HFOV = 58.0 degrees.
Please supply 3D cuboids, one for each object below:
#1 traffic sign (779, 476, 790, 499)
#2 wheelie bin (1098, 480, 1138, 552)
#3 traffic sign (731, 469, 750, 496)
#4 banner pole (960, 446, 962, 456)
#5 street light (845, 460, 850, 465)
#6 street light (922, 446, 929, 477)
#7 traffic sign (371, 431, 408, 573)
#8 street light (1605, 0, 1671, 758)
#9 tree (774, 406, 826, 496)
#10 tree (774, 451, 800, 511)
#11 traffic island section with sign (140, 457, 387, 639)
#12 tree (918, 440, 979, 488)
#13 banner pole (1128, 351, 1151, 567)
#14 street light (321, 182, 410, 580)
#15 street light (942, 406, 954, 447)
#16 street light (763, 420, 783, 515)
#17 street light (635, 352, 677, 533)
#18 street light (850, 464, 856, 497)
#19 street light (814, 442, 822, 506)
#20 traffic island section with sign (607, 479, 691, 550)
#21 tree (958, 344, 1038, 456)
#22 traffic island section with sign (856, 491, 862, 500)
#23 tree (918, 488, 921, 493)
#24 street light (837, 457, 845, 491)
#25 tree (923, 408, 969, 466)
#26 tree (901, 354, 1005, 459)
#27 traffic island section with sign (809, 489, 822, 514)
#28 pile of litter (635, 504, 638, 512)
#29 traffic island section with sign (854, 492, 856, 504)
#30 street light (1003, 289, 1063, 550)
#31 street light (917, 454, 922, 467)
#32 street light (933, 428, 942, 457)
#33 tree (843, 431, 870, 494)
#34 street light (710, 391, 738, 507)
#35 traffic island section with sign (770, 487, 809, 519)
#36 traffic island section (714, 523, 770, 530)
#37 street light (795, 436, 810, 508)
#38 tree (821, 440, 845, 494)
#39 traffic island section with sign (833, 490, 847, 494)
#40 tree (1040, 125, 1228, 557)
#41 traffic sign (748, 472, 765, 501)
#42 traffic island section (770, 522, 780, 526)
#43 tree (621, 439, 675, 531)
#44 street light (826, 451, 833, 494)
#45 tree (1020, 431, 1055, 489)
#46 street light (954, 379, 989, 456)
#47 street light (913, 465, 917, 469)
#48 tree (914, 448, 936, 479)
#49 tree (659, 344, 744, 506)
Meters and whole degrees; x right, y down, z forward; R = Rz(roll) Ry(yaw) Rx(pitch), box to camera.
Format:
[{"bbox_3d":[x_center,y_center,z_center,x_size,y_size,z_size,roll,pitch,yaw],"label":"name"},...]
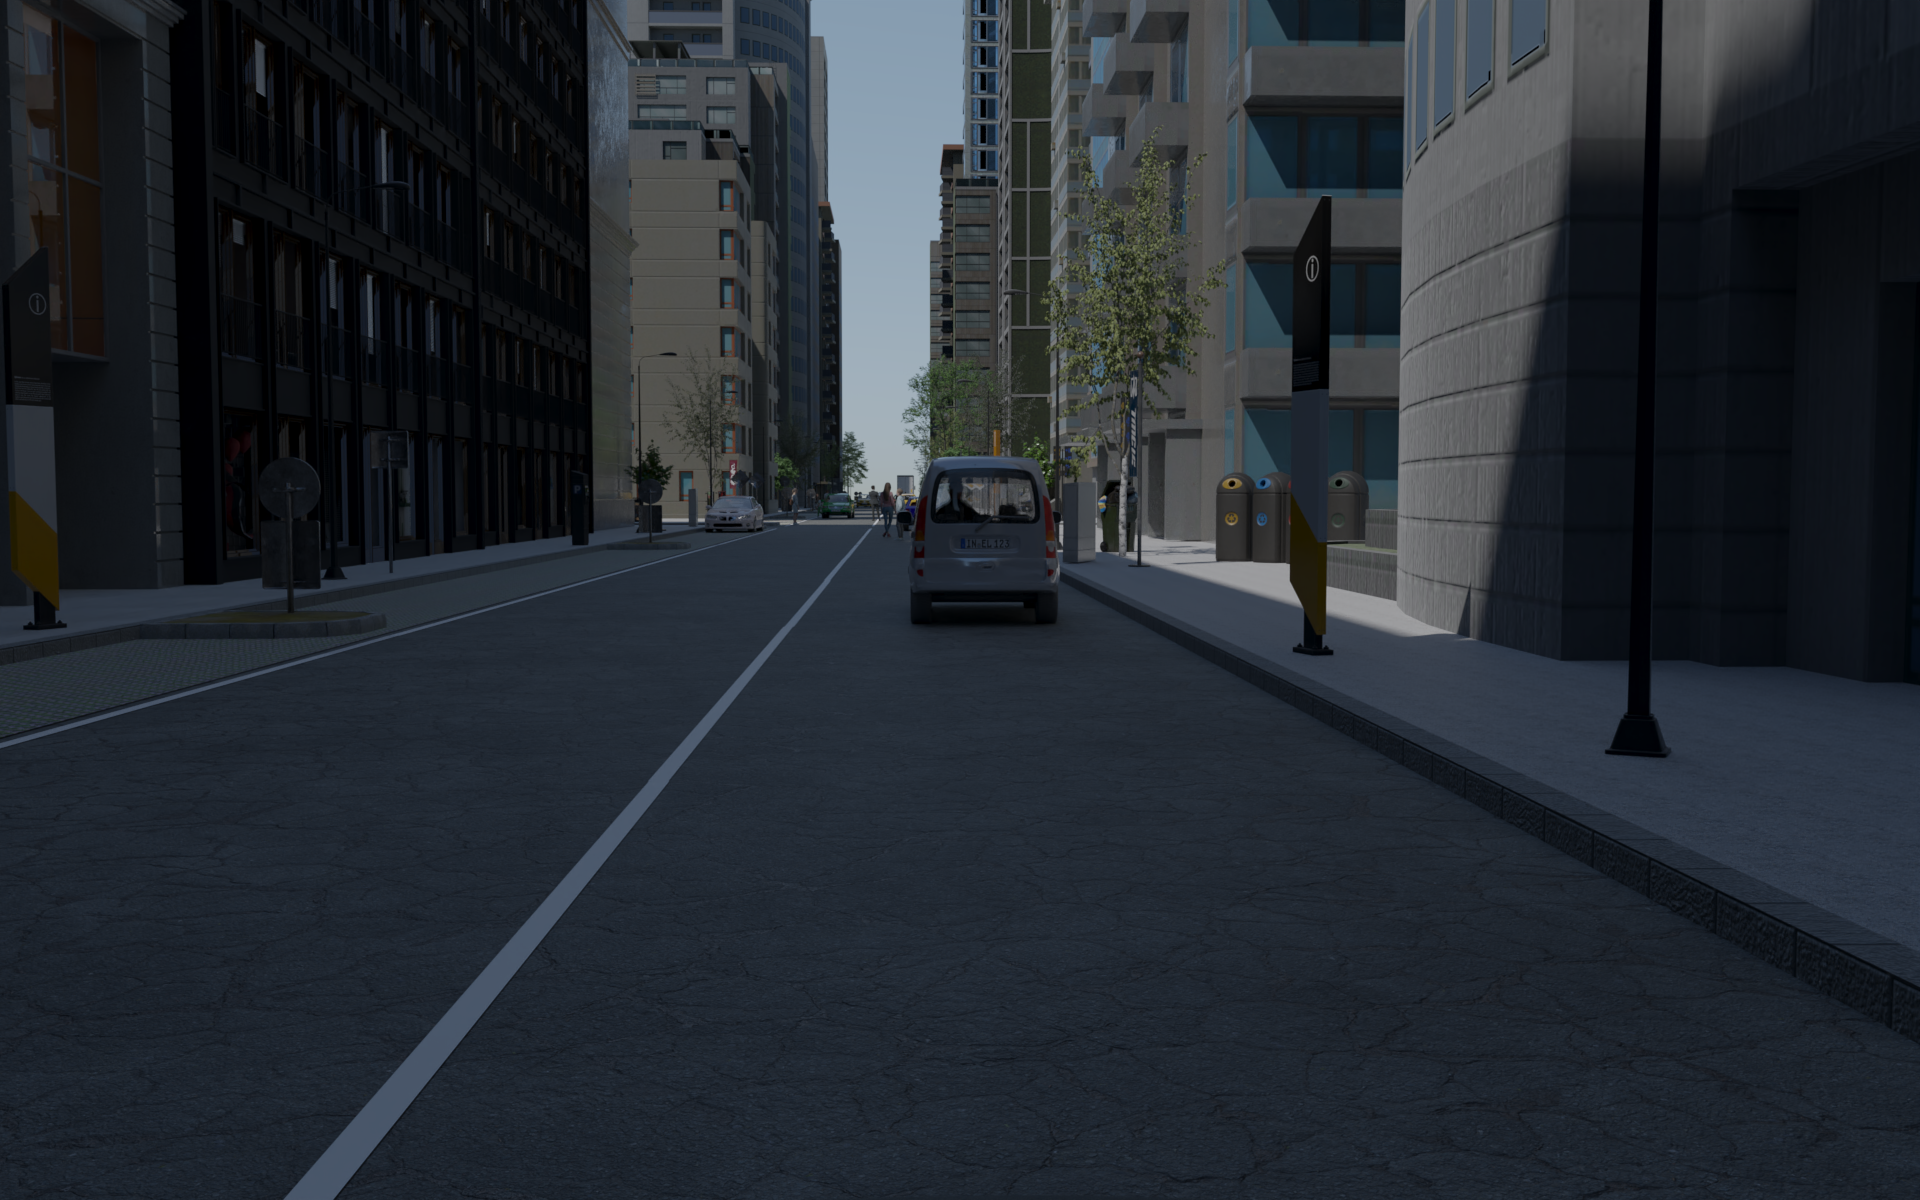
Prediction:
[{"bbox_3d":[-12.408,-7.494,122.632,0.768,2.556,0.104,0,4,6],"label":"traffic sign"},{"bbox_3d":[3.544,-1.856,38.252,0.980,1.594,0.693,-2,4,-31],"label":"wheelie bin"},{"bbox_3d":[-8.886,-4.064,70.088,0.795,2.450,0.064,0,4,-2],"label":"traffic sign"},{"bbox_3d":[0.039,-6.126,90.174,0.401,3.779,0.863,0,4,-4],"label":"banner pole"},{"bbox_3d":[-16.191,-16.202,237.440,1.470,5.913,1.316,0,4,-2],"label":"street light"},{"bbox_3d":[-2.716,-11.933,167.643,1.470,5.913,1.316,0,4,-2],"label":"street light"},{"bbox_3d":[-9.227,-1.585,28.037,0.606,2.300,0.079,0,4,2],"label":"traffic sign"},{"bbox_3d":[2.823,-2.193,8.400,1.470,5.913,1.316,0,4,-2],"label":"street light"},{"bbox_3d":[-14.045,-12.138,148.823,4.360,8.622,3.978,0,3,0],"label":"tree"},{"bbox_3d":[-13.881,-9.083,132.213,4.285,4.588,4.351,0,3,0],"label":"tree"},{"bbox_3d":[-7.103,-0.571,17.962,1.989,1.847,2.006,0,4,-2],"label":"traffic island section with sign"},{"bbox_3d":[0.068,-7.389,104.523,4.285,4.588,4.351,0,3,0],"label":"tree"},{"bbox_3d":[3.125,-2.490,30.731,0.401,3.779,0.863,-1,4,-11],"label":"banner pole"},{"bbox_3d":[-8.869,-3.263,25.883,1.470,5.913,1.316,0,4,-2],"label":"street light"},{"bbox_3d":[-0.050,-7.286,91.664,1.470,5.913,1.316,0,4,-2],"label":"street light"},{"bbox_3d":[-11.739,-8.307,108.366,1.470,5.913,1.316,0,4,-2],"label":"street light"},{"bbox_3d":[-9.958,-5.154,56.809,1.470,5.913,1.316,0,4,-2],"label":"street light"},{"bbox_3d":[-17.287,-18.069,267.971,1.470,5.913,1.316,0,4,-2],"label":"street light"},{"bbox_3d":[-13.257,-11.120,154.347,1.470,5.913,1.316,0,4,-2],"label":"street light"},{"bbox_3d":[-8.061,-2.230,45.096,1.989,1.847,2.006,0,4,-2],"label":"traffic island section with sign"},{"bbox_3d":[1.701,-8.273,85.628,4.360,8.622,3.978,0,3,0],"label":"tree"},{"bbox_3d":[-16.468,-17.060,287.565,1.989,1.847,2.006,0,4,-2],"label":"traffic island section with sign"},{"bbox_3d":[-6.144,-17.808,285.760,1.663,3.219,1.824,0,3,0],"label":"tree"},{"bbox_3d":[-15.427,-14.901,216.177,1.470,5.913,1.316,0,4,-2],"label":"street light"},{"bbox_3d":[-1.088,-11.816,143.557,4.737,8.622,4.395,0,3,0],"label":"tree"},{"bbox_3d":[-0.652,-12.317,127.138,9.928,11.665,9.643,0,3,0],"label":"tree"},{"bbox_3d":[-10.916,-7.276,127.583,1.989,1.847,2.006,0,4,-2],"label":"traffic island section with sign"},{"bbox_3d":[-15.279,-4.200,82.627,1.719,0.858,1.176,-2,4,-25],"label":"pile of litter"},{"bbox_3d":[-13.583,-11.994,204.731,1.989,1.847,2.006,0,4,-2],"label":"traffic island section with sign"},{"bbox_3d":[1.682,-4.096,39.505,1.470,5.913,1.316,0,4,-2],"label":"street light"},{"bbox_3d":[-3.885,-13.862,199.180,1.470,5.913,1.316,0,4,-2],"label":"street light"},{"bbox_3d":[-1.219,-9.153,122.192,1.470,5.913,1.316,0,4,-2],"label":"street light"},{"bbox_3d":[-20.142,-24.102,312.196,7.486,12.596,7.792,0,3,0],"label":"tree"},{"bbox_3d":[-10.657,-6.440,77.834,1.470,5.913,1.316,0,4,-2],"label":"street light"},{"bbox_3d":[-9.973,-5.614,100.412,1.989,1.847,2.006,0,4,-2],"label":"traffic island section with sign"},{"bbox_3d":[-8.909,-2.928,70.149,2.009,0.180,2.903,0,4,-2],"label":"traffic island section"},{"bbox_3d":[-12.686,-10.175,138.902,1.470,5.913,1.316,0,4,-2],"label":"street light"},{"bbox_3d":[-17.199,-17.003,228.357,4.737,8.622,4.395,0,3,0],"label":"tree"},{"bbox_3d":[-12.641,-10.330,177.522,1.989,1.847,2.006,0,4,-2],"label":"traffic island section with sign"},{"bbox_3d":[3.393,-5.209,35.533,4.737,8.622,4.395,0,3,0],"label":"tree"},{"bbox_3d":[-9.163,-4.552,78.068,0.795,2.450,0.064,0,4,-2],"label":"traffic sign"},{"bbox_3d":[-9.187,-3.416,78.129,2.009,0.180,2.903,0,4,-2],"label":"traffic island section"},{"bbox_3d":[-10.647,-4.017,60.284,1.663,3.219,1.824,0,3,0],"label":"tree"},{"bbox_3d":[-14.408,-13.031,185.593,1.470,5.913,1.316,0,4,-2],"label":"street light"},{"bbox_3d":[2.242,-3.580,53.129,1.663,3.219,1.824,0,3,0],"label":"tree"},{"bbox_3d":[0.609,-5.975,70.228,1.470,5.913,1.316,0,4,-2],"label":"street light"},{"bbox_3d":[-5.649,-16.977,250.115,1.470,5.913,1.316,0,4,-2],"label":"street light"},{"bbox_3d":[-4.328,-17.710,239.921,4.360,8.622,3.978,0,3,0],"label":"tree"},{"bbox_3d":[-12.284,-8.185,84.185,4.360,8.622,3.978,0,3,0],"label":"tree"}]
